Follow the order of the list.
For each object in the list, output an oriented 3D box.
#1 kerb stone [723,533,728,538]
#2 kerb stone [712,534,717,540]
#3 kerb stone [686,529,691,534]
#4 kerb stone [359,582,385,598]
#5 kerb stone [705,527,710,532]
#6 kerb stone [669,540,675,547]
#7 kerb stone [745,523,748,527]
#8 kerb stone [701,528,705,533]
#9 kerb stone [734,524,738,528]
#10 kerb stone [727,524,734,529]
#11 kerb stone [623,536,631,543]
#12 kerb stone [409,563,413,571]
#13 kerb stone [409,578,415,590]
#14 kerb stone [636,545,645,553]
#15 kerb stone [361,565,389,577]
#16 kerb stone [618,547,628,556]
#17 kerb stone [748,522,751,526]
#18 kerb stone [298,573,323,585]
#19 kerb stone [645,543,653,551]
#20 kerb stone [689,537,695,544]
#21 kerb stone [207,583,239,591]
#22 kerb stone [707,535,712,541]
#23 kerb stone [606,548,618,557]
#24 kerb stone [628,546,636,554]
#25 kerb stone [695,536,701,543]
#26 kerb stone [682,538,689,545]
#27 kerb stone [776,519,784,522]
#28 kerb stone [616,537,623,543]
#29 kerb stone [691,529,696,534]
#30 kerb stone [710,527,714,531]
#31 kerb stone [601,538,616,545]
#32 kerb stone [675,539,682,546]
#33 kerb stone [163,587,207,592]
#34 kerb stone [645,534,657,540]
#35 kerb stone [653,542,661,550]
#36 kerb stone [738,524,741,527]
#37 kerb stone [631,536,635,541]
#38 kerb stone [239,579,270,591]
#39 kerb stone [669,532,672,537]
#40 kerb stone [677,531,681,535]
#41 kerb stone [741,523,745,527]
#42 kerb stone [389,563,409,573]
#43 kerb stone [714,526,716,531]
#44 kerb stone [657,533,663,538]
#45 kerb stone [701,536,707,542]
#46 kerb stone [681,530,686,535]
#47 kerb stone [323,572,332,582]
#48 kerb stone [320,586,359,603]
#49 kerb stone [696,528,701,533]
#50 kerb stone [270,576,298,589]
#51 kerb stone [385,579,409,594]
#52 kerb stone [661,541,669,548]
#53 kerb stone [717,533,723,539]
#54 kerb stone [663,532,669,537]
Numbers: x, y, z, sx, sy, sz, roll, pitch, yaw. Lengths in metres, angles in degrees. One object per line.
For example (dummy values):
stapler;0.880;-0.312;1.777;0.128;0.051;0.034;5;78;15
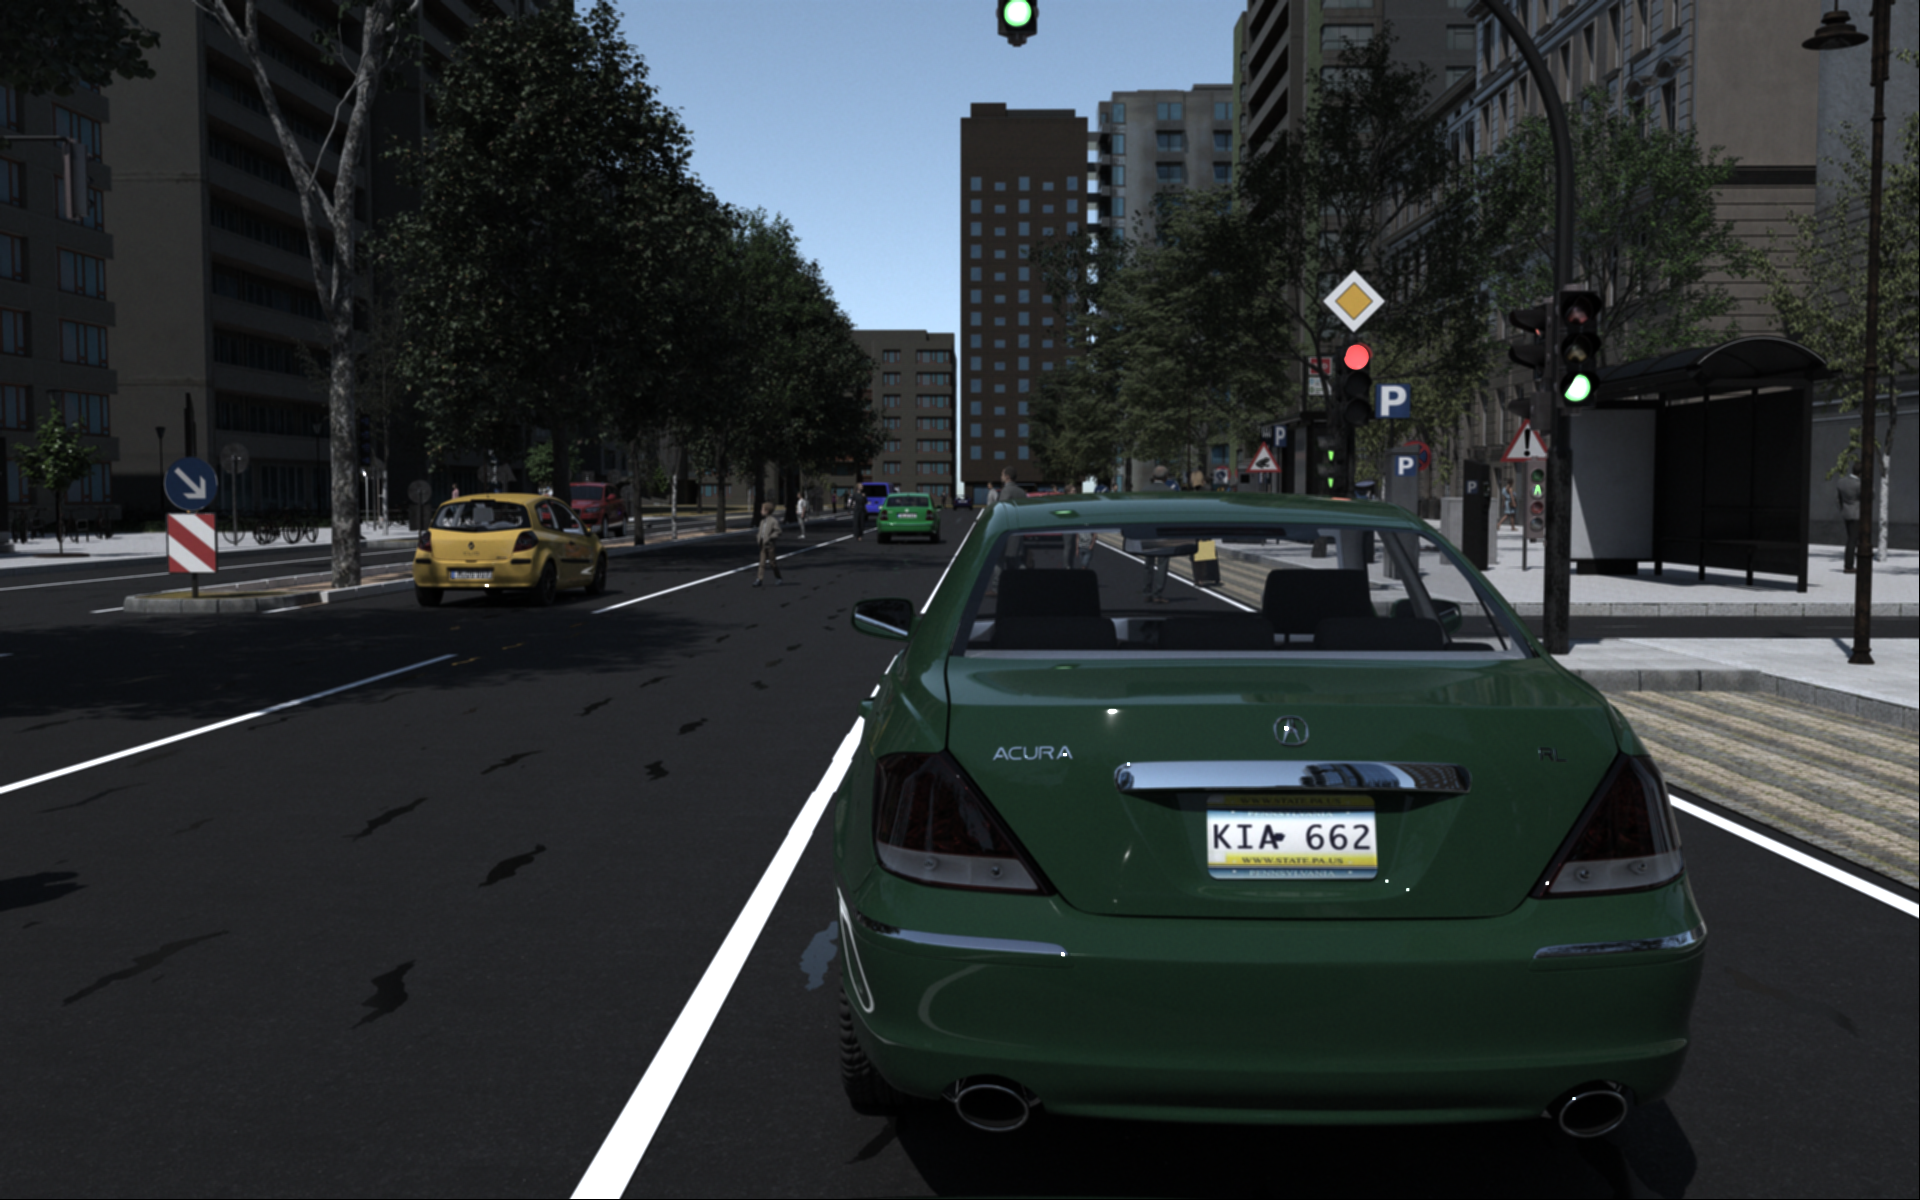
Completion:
kerb stone;-7.734;-2.068;56.047;0.120;0.150;1.000;0;4;1
kerb stone;-7.780;-1.945;53.993;0.120;0.150;1.000;0;4;1
kerb stone;-9.741;-2.385;61.222;0.120;0.150;1.000;0;4;1
kerb stone;-8.319;-0.125;24.238;0.120;0.150;1.000;0;4;1
kerb stone;-9.673;-2.635;65.324;0.120;0.150;1.000;0;4;1
kerb stone;-7.912;-1.504;46.821;0.120;0.150;1.000;0;4;1
kerb stone;-9.472;-3.264;75.564;0.120;0.150;1.000;0;4;1
kerb stone;-9.688;-2.575;64.298;0.120;0.150;1.000;0;4;1
kerb stone;-9.529;-3.074;72.495;0.120;0.150;1.000;0;4;1
kerb stone;-9.555;-3.008;71.467;0.120;0.150;1.000;0;4;1
kerb stone;-9.932;-1.760;50.969;0.120;0.150;1.000;0;4;1
kerb stone;-10.267;-0.622;32.503;0.120;0.150;1.000;0;4;1
kerb stone;-8.279;-0.248;26.283;0.120;0.150;1.000;0;4;1
kerb stone;-7.988;-1.254;42.696;0.120;0.150;1.000;0;4;1
kerb stone;-10.315;-0.505;30.450;0.120;0.150;1.000;0;4;1
kerb stone;-8.016;-1.127;40.628;0.120;0.150;1.000;0;4;1
kerb stone;-9.452;-3.327;76.586;0.120;0.150;1.000;0;4;1
kerb stone;-10.357;-0.317;27.379;0.120;0.150;1.000;0;4;1
kerb stone;-7.968;-1.317;43.727;0.120;0.150;1.000;0;4;1
kerb stone;-7.850;-1.694;49.892;0.120;0.150;1.000;0;4;1
kerb stone;-10.421;-0.122;24.284;0.120;0.150;1.000;0;4;1
kerb stone;-7.793;-1.882;52.971;0.120;0.150;1.000;0;4;1
kerb stone;-8.037;-1.065;39.605;0.120;0.150;1.000;0;4;1
kerb stone;-8.006;-1.190;41.660;0.120;0.150;1.000;0;4;1
kerb stone;-7.827;-1.756;50.919;0.120;0.150;1.000;0;4;1
kerb stone;-7.872;-1.631;48.870;0.120;0.150;1.000;0;4;1
kerb stone;-9.243;-4.077;88.894;0.120;0.150;1.000;0;4;1
kerb stone;-9.957;-1.697;49.947;0.120;0.150;1.000;0;4;1
kerb stone;-9.719;-2.450;62.245;0.120;0.150;1.000;0;4;1
kerb stone;-9.646;-2.700;66.347;0.120;0.150;1.000;0;4;1
kerb stone;-9.972;-1.635;48.925;0.120;0.150;1.000;0;4;1
kerb stone;-7.887;-1.565;47.843;0.120;0.150;1.000;0;4;1
kerb stone;-10.429;-0.065;23.262;0.120;0.150;1.000;0;4;1
kerb stone;-9.855;-2.005;55.065;0.120;0.150;1.000;0;4;1
kerb stone;-7.946;-1.380;44.765;0.120;0.150;1.000;0;4;1
kerb stone;-9.515;-3.139;73.517;0.120;0.150;1.000;0;4;1
kerb stone;-9.914;-1.823;51.996;0.120;0.150;1.000;0;4;1
kerb stone;-10.399;-0.185;25.320;0.120;0.150;1.000;0;4;1
kerb stone;-9.796;-2.198;58.147;0.120;0.150;1.000;0;4;1
kerb stone;-9.781;-2.258;59.169;0.120;0.150;1.000;0;4;1
kerb stone;-9.494;-3.201;74.539;0.120;0.150;1.000;0;4;1
kerb stone;-10.285;-0.566;31.472;0.120;0.150;1.000;0;4;1
kerb stone;-9.630;-2.763;67.375;0.120;0.150;1.000;0;4;1
kerb stone;-9.842;-2.066;56.087;0.120;0.150;1.000;0;4;1
kerb stone;-7.809;-1.819;51.941;0.120;0.150;1.000;0;4;1
kerb stone;-9.761;-2.318;60.200;0.120;0.150;1.000;0;4;1
kerb stone;-10.337;-0.377;28.402;0.120;0.150;1.000;0;4;1
kerb stone;-8.341;-0.060;23.217;0.120;0.150;1.000;0;4;1
kerb stone;-9.701;-2.513;63.276;0.120;0.150;1.000;0;4;1
kerb stone;-10.380;-0.254;26.352;0.120;0.150;1.000;0;4;1
kerb stone;-8.298;-0.187;25.260;0.120;0.150;1.000;0;4;1
kerb stone;-7.926;-1.437;45.795;0.120;0.150;1.000;0;4;1
kerb stone;-7.753;-2.007;55.015;0.120;0.150;1.000;0;4;1
kerb stone;-9.822;-2.136;57.114;0.120;0.150;1.000;0;4;1
